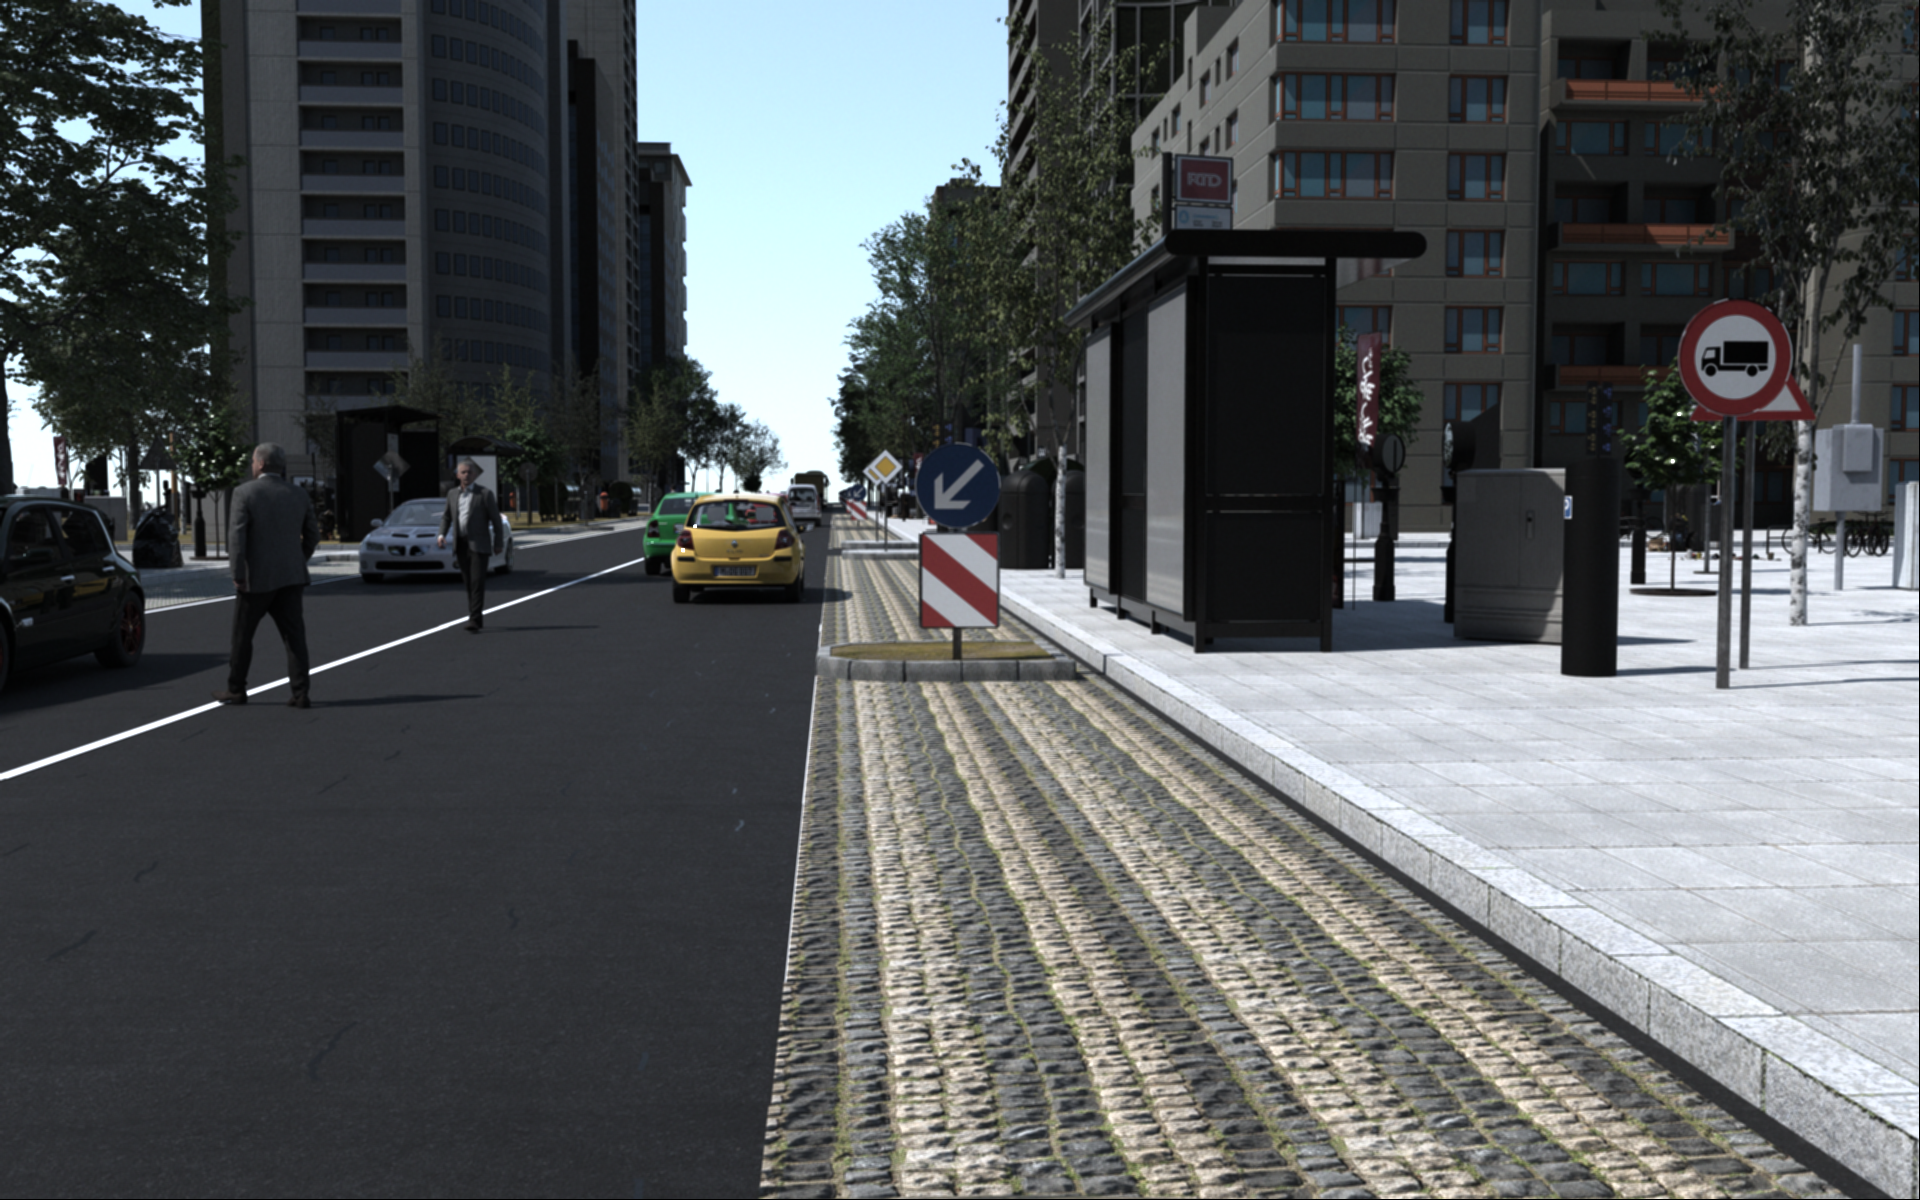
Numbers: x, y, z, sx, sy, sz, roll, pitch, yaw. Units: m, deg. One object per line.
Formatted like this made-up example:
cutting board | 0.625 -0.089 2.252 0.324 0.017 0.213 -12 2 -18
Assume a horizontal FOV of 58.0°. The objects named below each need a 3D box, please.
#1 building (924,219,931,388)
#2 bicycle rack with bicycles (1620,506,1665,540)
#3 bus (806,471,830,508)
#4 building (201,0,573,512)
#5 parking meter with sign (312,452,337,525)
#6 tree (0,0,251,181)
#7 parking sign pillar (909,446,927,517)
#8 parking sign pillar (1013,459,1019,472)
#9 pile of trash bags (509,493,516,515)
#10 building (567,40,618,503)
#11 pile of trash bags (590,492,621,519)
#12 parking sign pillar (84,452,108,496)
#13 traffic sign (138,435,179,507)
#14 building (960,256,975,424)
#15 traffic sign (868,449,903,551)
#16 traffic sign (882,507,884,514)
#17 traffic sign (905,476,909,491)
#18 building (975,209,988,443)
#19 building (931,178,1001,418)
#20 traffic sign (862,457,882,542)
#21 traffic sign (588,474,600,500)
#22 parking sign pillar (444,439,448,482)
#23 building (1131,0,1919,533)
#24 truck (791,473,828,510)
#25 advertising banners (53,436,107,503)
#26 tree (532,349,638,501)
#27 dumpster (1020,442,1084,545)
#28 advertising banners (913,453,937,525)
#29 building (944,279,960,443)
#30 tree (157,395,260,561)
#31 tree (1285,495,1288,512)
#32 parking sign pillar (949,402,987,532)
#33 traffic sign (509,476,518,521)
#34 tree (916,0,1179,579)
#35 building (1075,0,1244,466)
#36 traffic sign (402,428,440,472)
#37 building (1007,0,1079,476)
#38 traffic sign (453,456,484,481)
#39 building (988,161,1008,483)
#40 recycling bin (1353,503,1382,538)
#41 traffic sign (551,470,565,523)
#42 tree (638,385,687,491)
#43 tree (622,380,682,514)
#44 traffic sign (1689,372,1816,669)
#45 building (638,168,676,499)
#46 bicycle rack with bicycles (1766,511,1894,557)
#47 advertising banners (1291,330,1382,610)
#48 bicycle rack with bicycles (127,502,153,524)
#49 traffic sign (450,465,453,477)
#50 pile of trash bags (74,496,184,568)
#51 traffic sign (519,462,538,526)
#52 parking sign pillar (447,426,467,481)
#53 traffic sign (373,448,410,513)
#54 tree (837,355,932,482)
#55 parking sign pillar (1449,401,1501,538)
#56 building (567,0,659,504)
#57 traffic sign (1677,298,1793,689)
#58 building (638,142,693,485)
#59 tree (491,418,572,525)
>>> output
building | 5.882 -37.469 267.235 22.147 44.769 28.867 0 4 -4
bicycle rack with bicycles | 18.448 -2.228 49.816 2.925 0.926 2.852 3 4 37
bus | -15.323 -11.647 181.982 2.896 3.916 12.252 0 4 -2
building | -42.607 -36.095 132.158 21.231 58.520 28.212 0 4 -4
parking meter with sign | -26.189 -4.672 72.642 1.738 3.016 0.543 -1 4 -15
tree | -14.702 -6.559 25.368 7.486 12.596 7.792 0 3 0
parking sign pillar | -2.603 -6.649 97.180 1.447 3.967 1.447 0 4 0
parking sign pillar | 4.124 -8.042 119.966 1.447 3.967 1.447 -1 4 -22
pile of trash bags | -28.003 -5.719 103.257 3.447 1.369 1.912 -1 4 -21
building | -42.642 -32.112 175.146 14.600 45.320 14.200 0 4 -4
pile of trash bags | -18.871 -5.003 91.552 1.912 1.369 3.447 -1 4 -16
parking sign pillar | -53.397 -7.251 107.025 1.447 3.967 1.447 3 5 42
traffic sign | -17.786 -2.350 38.429 0.884 2.594 0.081 0 4 -3
building | 7.875 -25.023 180.833 14.160 30.474 14.107 0 4 -4
traffic sign | -1.658 -2.141 38.647 0.795 2.450 0.064 0 4 -4
traffic sign | -4.880 -6.704 109.721 0.768 2.556 0.104 0 4 4
traffic sign | -3.601 -7.450 121.906 0.768 2.556 0.104 0 4 -4
building | 9.364 -24.154 166.611 14.160 30.474 14.107 0 4 -4
building | 3.154 -36.398 245.217 14.600 45.320 14.200 0 4 -4
traffic sign | -2.235 -2.628 46.611 0.795 2.450 0.064 0 4 -4
traffic sign | -23.197 -6.716 109.910 0.768 2.556 0.104 0 4 0
parking sign pillar | -24.914 -5.934 85.490 1.447 3.967 1.447 1 4 16
building | 23.666 -13.831 71.170 28.899 21.520 27.650 0 4 -4
truck | -13.669 -9.860 157.137 3.469 3.379 9.791 0 4 -5
advertising banners | -26.382 -3.408 51.914 2.074 3.025 0.090 1 4 22
tree | -19.058 -8.366 87.151 4.360 8.622 3.978 0 3 0
dumpster | 1.786 -1.869 33.045 1.502 2.255 1.985 0 4 -4
advertising banners | -1.096 -4.680 72.712 2.074 3.025 0.090 2 4 31
building | 4.774 -28.106 231.235 14.160 30.474 14.107 0 4 -4
tree | -14.395 -2.394 33.742 1.663 3.219 1.824 0 3 0
tree | 16.813 -5.764 88.846 1.663 3.219 1.824 0 3 0
parking sign pillar | 0.389 -3.846 51.357 1.447 3.967 1.447 2 4 24
traffic sign | -21.399 -5.104 83.560 0.768 2.556 0.104 0 4 1
tree | 1.464 -4.642 26.252 4.737 8.622 4.395 0 3 0
building | 16.895 -41.050 109.420 20.563 71.187 20.611 0 4 -4
traffic sign | -17.206 -3.651 53.564 2.265 3.308 0.079 0 4 4
building | 15.364 -31.238 134.450 21.300 48.544 21.600 0 4 -4
traffic sign | -13.003 -2.582 45.854 0.795 2.450 0.064 0 4 -4
building | 10.363 -23.294 152.565 14.160 30.474 14.107 0 4 -4
recycling bin | 12.006 -2.345 50.895 0.722 1.027 0.722 0 4 -5
traffic sign | -18.048 -4.731 77.459 0.768 2.556 0.104 0 4 1
tree | -20.708 -10.248 117.920 4.360 8.622 3.978 0 3 0
tree | -20.142 -9.912 112.420 4.737 8.622 4.395 0 3 0
traffic sign | 5.749 -0.772 12.626 0.884 2.594 0.081 0 4 5
building | -47.298 -36.148 241.127 14.600 45.320 14.200 0 4 -4
bicycle rack with bicycles | 18.636 -1.417 36.558 2.925 0.926 2.852 -2 4 -28
advertising banners | 4.193 -1.426 19.508 0.090 3.025 2.074 -1 4 -16
bicycle rack with bicycles | -35.277 -3.700 73.883 2.852 0.926 2.925 0 4 6
traffic sign | -19.539 -4.132 67.661 0.768 2.556 0.104 0 4 4
pile of trash bags | -15.417 -1.265 30.432 3.447 1.369 1.912 -1 4 -10
traffic sign | -17.165 -4.204 68.846 0.768 2.556 0.104 0 4 5
parking sign pillar | -19.751 -4.970 69.729 1.447 3.967 1.447 -1 4 -16
traffic sign | -12.425 -2.095 37.890 0.795 2.450 0.064 0 4 -4
tree | -4.637 -11.031 114.768 7.601 10.594 8.767 0 4 5
parking sign pillar | 15.014 -3.788 50.408 1.447 3.967 1.447 1 4 15
building | -49.864 -47.963 222.451 20.563 71.187 20.611 0 4 -4
traffic sign | 5.031 -0.688 11.348 0.768 2.556 0.104 0 4 -3
building | -55.619 -41.135 261.789 28.713 52.752 27.495 0 4 -4
tree | -18.234 -5.470 73.151 4.285 4.588 4.351 0 3 0
